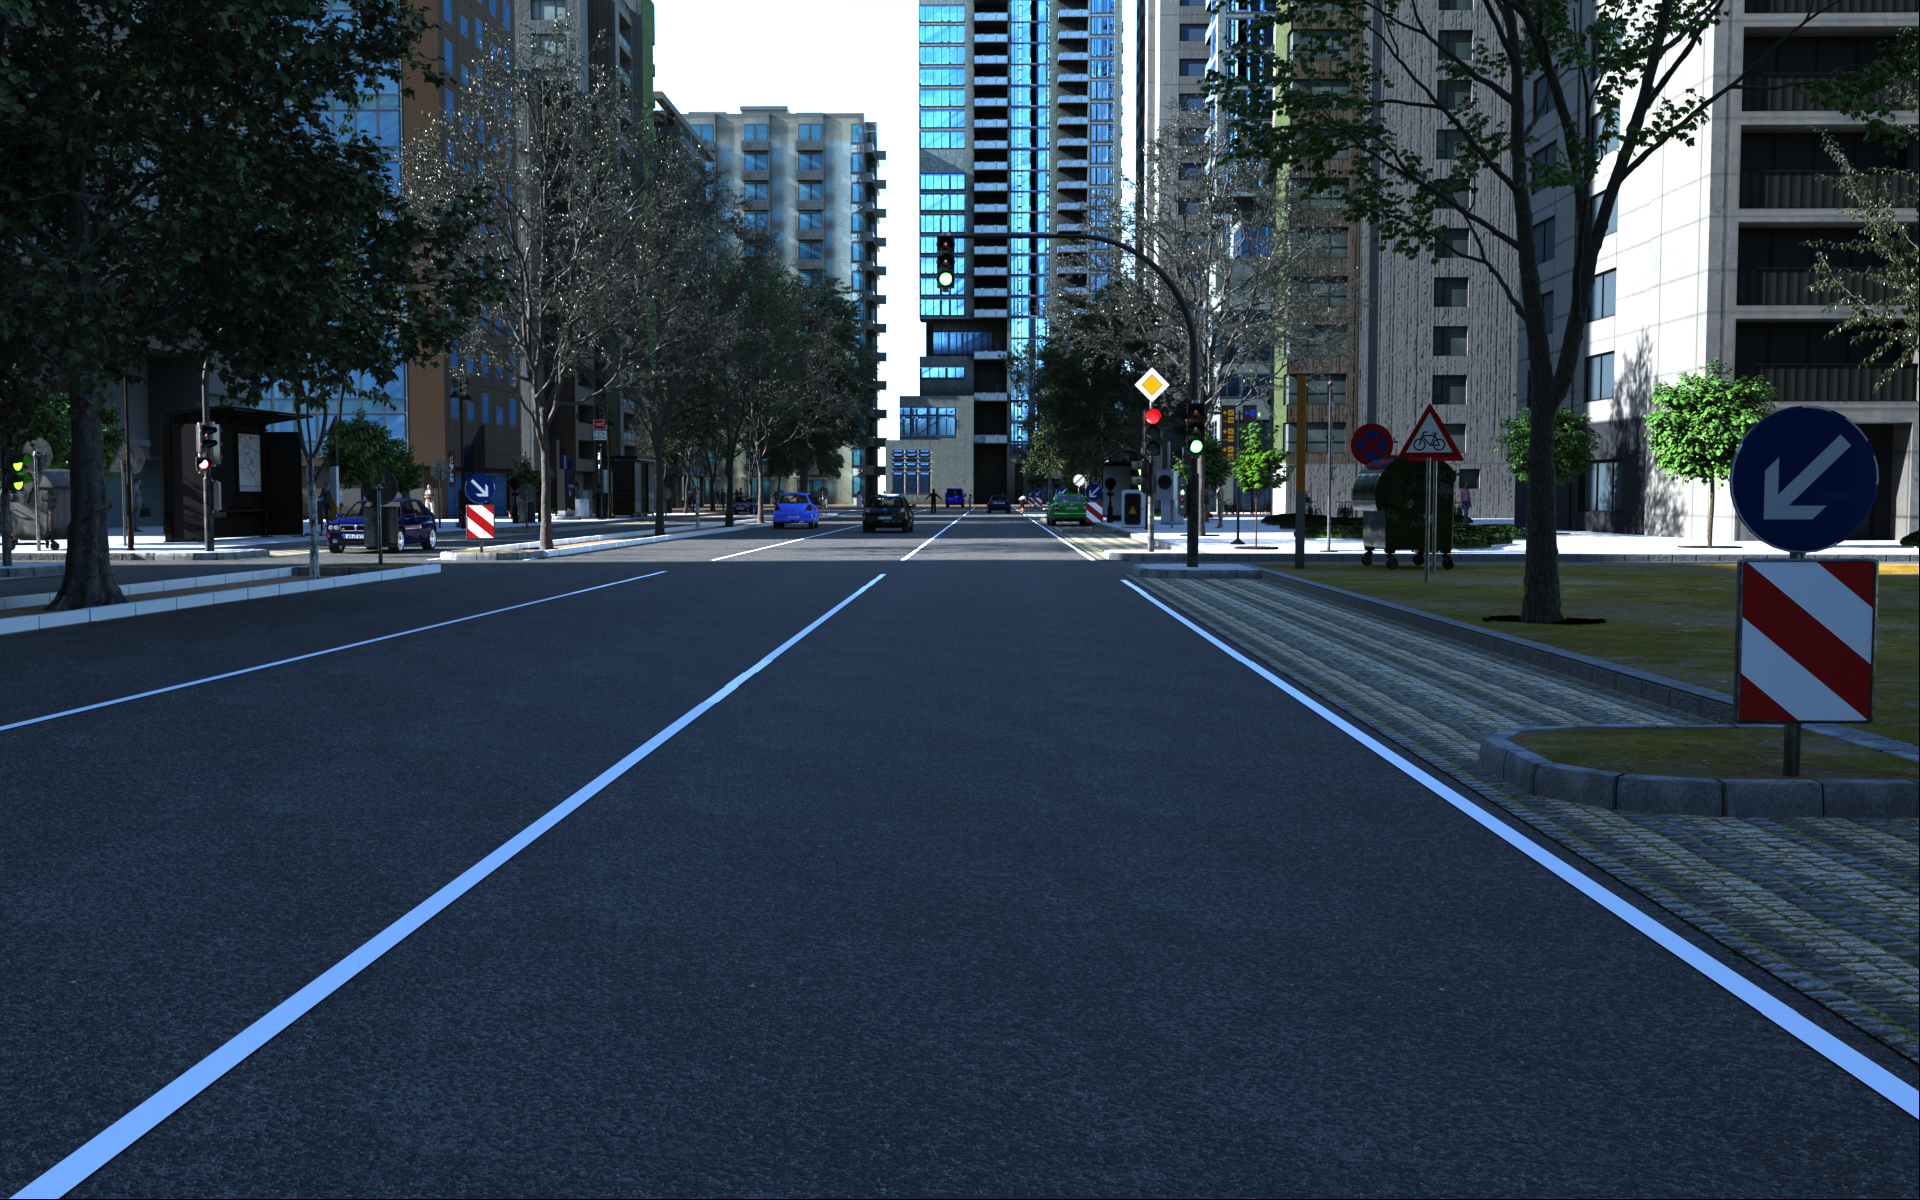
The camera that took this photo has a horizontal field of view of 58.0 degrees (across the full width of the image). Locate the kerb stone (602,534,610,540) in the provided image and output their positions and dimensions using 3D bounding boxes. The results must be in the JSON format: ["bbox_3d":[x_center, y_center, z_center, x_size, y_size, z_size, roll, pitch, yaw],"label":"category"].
[{"bbox_3d":[-11.217,-1.958,54.214,0.120,0.150,1.000,0,4,1],"label":"kerb stone"}]

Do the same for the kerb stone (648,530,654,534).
[{"bbox_3d":[-11.087,-2.388,61.387,0.120,0.150,1.000,0,4,1],"label":"kerb stone"}]

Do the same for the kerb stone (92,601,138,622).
[{"bbox_3d":[-9.774,0.142,19.878,0.120,0.150,1.000,0,4,1],"label":"kerb stone"}]

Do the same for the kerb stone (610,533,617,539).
[{"bbox_3d":[-11.199,-2.021,55.242,0.120,0.150,1.000,0,4,1],"label":"kerb stone"}]

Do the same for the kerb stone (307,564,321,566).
[{"bbox_3d":[-11.662,-0.544,31.094,0.120,0.150,1.000,0,4,1],"label":"kerb stone"}]

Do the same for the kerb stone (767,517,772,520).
[{"bbox_3d":[-10.459,-4.404,94.200,0.120,0.150,1.000,0,4,1],"label":"kerb stone"}]

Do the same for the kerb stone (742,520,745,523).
[{"bbox_3d":[-10.660,-3.776,83.941,0.120,0.150,1.000,0,4,1],"label":"kerb stone"}]

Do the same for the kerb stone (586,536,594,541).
[{"bbox_3d":[-11.261,-1.833,52.161,0.120,0.150,1.000,0,4,1],"label":"kerb stone"}]

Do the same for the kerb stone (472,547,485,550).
[{"bbox_3d":[-11.481,-1.143,40.879,0.120,0.150,1.000,0,4,1],"label":"kerb stone"}]

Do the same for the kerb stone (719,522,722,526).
[{"bbox_3d":[-10.791,-3.337,76.762,0.120,0.150,1.000,0,4,1],"label":"kerb stone"}]

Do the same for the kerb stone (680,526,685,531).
[{"bbox_3d":[-10.972,-2.774,67.543,0.120,0.150,1.000,0,4,1],"label":"kerb stone"}]

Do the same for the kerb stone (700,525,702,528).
[{"bbox_3d":[-10.901,-3.022,71.645,0.120,0.150,1.000,0,4,1],"label":"kerb stone"}]

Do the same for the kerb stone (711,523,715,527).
[{"bbox_3d":[-10.835,-3.212,74.718,0.120,0.150,1.000,0,4,1],"label":"kerb stone"}]

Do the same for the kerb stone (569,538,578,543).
[{"bbox_3d":[-11.300,-1.705,50.108,0.120,0.150,1.000,0,4,1],"label":"kerb stone"}]

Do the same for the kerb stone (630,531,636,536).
[{"bbox_3d":[-11.147,-2.209,58.311,0.120,0.150,1.000,0,4,1],"label":"kerb stone"}]

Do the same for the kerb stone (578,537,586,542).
[{"bbox_3d":[-11.285,-1.763,51.140,0.120,0.150,1.000,0,4,1],"label":"kerb stone"}]

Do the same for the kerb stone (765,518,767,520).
[{"bbox_3d":[-10.502,-4.278,92.144,0.120,0.150,1.000,0,4,1],"label":"kerb stone"}]

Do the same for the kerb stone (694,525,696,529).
[{"bbox_3d":[-10.912,-2.960,70.621,0.120,0.150,1.000,0,4,1],"label":"kerb stone"}]

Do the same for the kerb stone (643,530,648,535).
[{"bbox_3d":[-11.108,-2.334,60.359,0.120,0.150,1.000,0,4,1],"label":"kerb stone"}]

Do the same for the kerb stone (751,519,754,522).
[{"bbox_3d":[-10.600,-3.964,87.009,0.120,0.150,1.000,0,4,1],"label":"kerb stone"}]

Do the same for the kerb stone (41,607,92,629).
[{"bbox_3d":[-9.796,0.209,18.842,0.120,0.150,1.000,0,4,1],"label":"kerb stone"}]

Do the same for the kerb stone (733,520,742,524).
[{"bbox_3d":[-10.676,-3.714,82.918,0.120,0.150,1.000,0,4,1],"label":"kerb stone"}]

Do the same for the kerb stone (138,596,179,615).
[{"bbox_3d":[-9.759,0.079,20.909,0.120,0.150,1.000,0,4,1],"label":"kerb stone"}]

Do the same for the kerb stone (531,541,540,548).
[{"bbox_3d":[-11.377,-1.456,46.004,0.120,0.150,1.000,0,4,1],"label":"kerb stone"}]

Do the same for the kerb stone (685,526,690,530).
[{"bbox_3d":[-10.950,-2.835,68.565,0.120,0.150,1.000,0,4,1],"label":"kerb stone"}]

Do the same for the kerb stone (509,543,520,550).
[{"bbox_3d":[-11.416,-1.330,43.946,0.120,0.150,1.000,0,4,1],"label":"kerb stone"}]

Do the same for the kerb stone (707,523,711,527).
[{"bbox_3d":[-10.848,-3.150,73.696,0.120,0.150,1.000,0,4,1],"label":"kerb stone"}]

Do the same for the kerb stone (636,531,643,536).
[{"bbox_3d":[-11.123,-2.271,59.333,0.120,0.150,1.000,0,4,1],"label":"kerb stone"}]

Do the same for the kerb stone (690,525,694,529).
[{"bbox_3d":[-10.920,-2.899,69.592,0.120,0.150,1.000,0,4,1],"label":"kerb stone"}]

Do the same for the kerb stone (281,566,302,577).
[{"bbox_3d":[-11.683,-0.482,30.073,0.120,0.150,1.000,0,4,1],"label":"kerb stone"}]

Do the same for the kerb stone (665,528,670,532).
[{"bbox_3d":[-11.030,-2.580,64.457,0.120,0.150,1.000,0,4,1],"label":"kerb stone"}]

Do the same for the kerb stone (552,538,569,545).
[{"bbox_3d":[-11.321,-1.642,49.078,0.120,0.150,1.000,0,4,1],"label":"kerb stone"}]

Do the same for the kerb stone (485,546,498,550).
[{"bbox_3d":[-11.452,-1.205,41.902,0.120,0.150,1.000,0,4,1],"label":"kerb stone"}]

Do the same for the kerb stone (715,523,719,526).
[{"bbox_3d":[-10.811,-3.275,75.740,0.120,0.150,1.000,0,4,1],"label":"kerb stone"}]

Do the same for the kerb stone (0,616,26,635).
[{"bbox_3d":[-9.812,0.268,17.815,0.120,0.150,1.000,0,4,1],"label":"kerb stone"}]

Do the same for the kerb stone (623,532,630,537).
[{"bbox_3d":[-11.165,-2.144,57.289,0.120,0.150,1.000,0,4,1],"label":"kerb stone"}]

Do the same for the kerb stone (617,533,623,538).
[{"bbox_3d":[-11.181,-2.084,56.264,0.120,0.150,1.000,0,4,1],"label":"kerb stone"}]

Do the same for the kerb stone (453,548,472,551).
[{"bbox_3d":[-11.497,-1.075,39.853,0.120,0.150,1.000,0,4,1],"label":"kerb stone"}]

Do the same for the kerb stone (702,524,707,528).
[{"bbox_3d":[-10.870,-3.084,72.673,0.120,0.150,1.000,0,4,1],"label":"kerb stone"}]

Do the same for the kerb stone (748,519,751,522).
[{"bbox_3d":[-10.615,-3.902,85.985,0.120,0.150,1.000,0,4,1],"label":"kerb stone"}]

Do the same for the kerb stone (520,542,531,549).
[{"bbox_3d":[-11.399,-1.393,44.971,0.120,0.150,1.000,0,4,1],"label":"kerb stone"}]

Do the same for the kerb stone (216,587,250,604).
[{"bbox_3d":[-9.726,-0.047,22.966,0.120,0.150,1.000,0,4,1],"label":"kerb stone"}]

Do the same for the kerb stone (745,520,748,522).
[{"bbox_3d":[-10.639,-3.839,84.963,0.120,0.150,1.000,0,4,1],"label":"kerb stone"}]

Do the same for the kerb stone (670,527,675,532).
[{"bbox_3d":[-11.010,-2.648,65.491,0.120,0.150,1.000,0,4,1],"label":"kerb stone"}]

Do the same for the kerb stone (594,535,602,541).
[{"bbox_3d":[-11.241,-1.888,53.184,0.120,0.150,1.000,0,4,1],"label":"kerb stone"}]

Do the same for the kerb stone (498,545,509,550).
[{"bbox_3d":[-11.431,-1.268,42.924,0.120,0.150,1.000,0,4,1],"label":"kerb stone"}]

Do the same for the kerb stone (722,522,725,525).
[{"bbox_3d":[-10.779,-3.400,77.787,0.120,0.150,1.000,0,4,1],"label":"kerb stone"}]

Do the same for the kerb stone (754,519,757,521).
[{"bbox_3d":[-10.581,-4.026,88.044,0.120,0.150,1.000,0,4,1],"label":"kerb stone"}]

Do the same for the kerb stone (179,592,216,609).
[{"bbox_3d":[-9.742,0.016,21.936,0.120,0.150,1.000,0,4,1],"label":"kerb stone"}]

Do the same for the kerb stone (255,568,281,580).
[{"bbox_3d":[-11.702,-0.417,29.049,0.120,0.150,1.000,0,4,1],"label":"kerb stone"}]

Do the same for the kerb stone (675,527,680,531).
[{"bbox_3d":[-10.985,-2.711,66.514,0.120,0.150,1.000,0,4,1],"label":"kerb stone"}]
